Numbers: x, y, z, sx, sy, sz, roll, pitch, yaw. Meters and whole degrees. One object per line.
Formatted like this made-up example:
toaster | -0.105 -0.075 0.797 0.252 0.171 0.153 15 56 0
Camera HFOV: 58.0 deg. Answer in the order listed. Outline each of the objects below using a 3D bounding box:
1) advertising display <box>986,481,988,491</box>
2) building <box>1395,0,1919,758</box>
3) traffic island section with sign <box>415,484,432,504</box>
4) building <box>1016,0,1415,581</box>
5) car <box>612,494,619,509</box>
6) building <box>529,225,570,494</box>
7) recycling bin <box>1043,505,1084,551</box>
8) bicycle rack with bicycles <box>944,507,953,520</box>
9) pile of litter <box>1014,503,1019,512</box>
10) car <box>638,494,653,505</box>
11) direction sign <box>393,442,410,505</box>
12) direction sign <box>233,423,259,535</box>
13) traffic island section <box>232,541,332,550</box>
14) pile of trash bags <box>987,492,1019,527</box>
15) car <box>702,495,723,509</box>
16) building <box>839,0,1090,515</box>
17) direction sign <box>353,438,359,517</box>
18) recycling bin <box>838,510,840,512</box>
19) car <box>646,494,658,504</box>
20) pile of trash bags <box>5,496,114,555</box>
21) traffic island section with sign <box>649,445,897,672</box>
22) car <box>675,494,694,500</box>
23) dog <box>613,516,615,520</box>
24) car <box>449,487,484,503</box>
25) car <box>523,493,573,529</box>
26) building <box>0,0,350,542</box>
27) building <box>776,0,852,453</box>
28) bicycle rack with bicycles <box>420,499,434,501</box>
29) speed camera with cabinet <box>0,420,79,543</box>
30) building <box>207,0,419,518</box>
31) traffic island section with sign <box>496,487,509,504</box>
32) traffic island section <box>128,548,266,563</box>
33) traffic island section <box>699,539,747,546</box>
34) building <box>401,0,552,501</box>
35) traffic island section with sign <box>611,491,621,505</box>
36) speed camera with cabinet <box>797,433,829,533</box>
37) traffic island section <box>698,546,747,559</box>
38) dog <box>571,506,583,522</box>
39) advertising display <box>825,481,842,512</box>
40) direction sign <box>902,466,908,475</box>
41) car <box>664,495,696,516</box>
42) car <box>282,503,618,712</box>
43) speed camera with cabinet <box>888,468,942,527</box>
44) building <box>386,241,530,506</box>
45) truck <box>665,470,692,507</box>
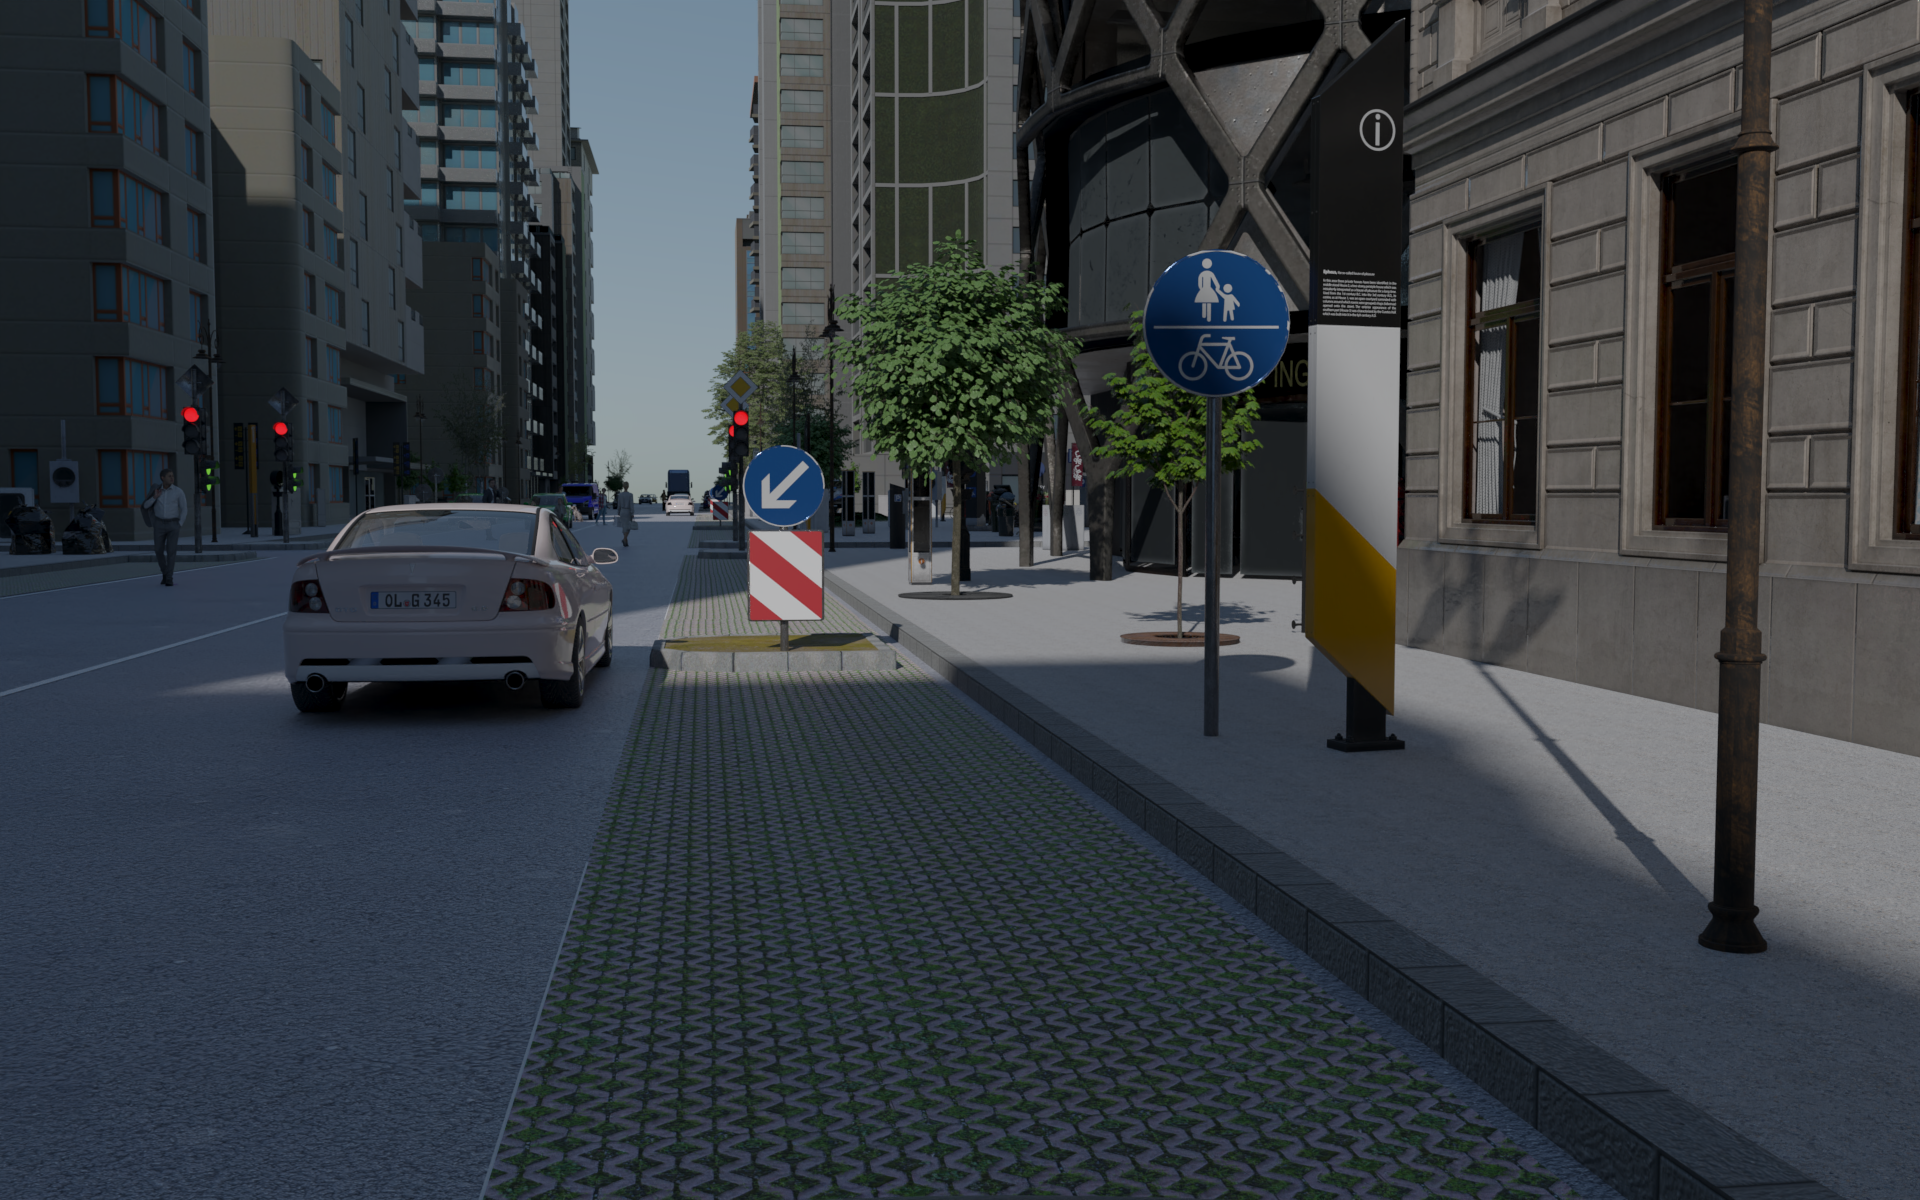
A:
advertising display | 1.232 -4.769 83.184 0.123 1.923 0.974 0 4 8
building | 9.669 -8.660 6.222 10.561 19.102 19.286 -1 4 -8
traffic island section with sign | -21.054 -3.629 67.956 1.989 1.847 2.006 -1 4 -8
building | 9.200 -9.958 30.258 16.820 18.784 16.811 -1 4 -8
car | -31.921 -9.428 163.929 2.009 1.686 4.222 0 4 -7
building | -49.402 -25.218 184.022 14.160 30.474 14.107 -1 4 -8
recycling bin | 2.366 -1.658 39.655 0.722 1.027 0.722 -2 4 -30
bicycle rack with bicycles | 0.654 -4.503 87.009 2.925 0.926 2.852 -3 4 -38
pile of litter | 2.803 -5.073 96.909 1.719 0.858 1.176 -1 4 -14
car | -43.428 -14.021 239.035 2.009 1.686 4.222 0 4 -7
direction sign | -24.378 -5.118 75.673 0.876 3.537 0.379 1 4 20
direction sign | -22.631 -3.852 54.975 0.876 3.537 0.379 1 4 14
traffic island section | -17.711 -1.419 45.485 2.009 0.180 2.903 -1 4 -8
pile of trash bags | 1.888 -3.480 66.648 1.912 1.369 3.447 2 4 23
car | -22.501 -8.860 157.439 1.945 1.354 3.894 0 4 -8
building | 1.892 -41.064 109.645 20.563 71.187 20.611 -1 4 -8
direction sign | -24.384 -4.768 69.949 0.379 3.537 0.876 -2 4 -31
recycling bin | -7.228 -5.164 96.992 0.722 1.027 0.722 -3 4 -39
car | -47.070 -15.532 264.174 2.015 1.641 3.980 0 4 -7
pile of trash bags | -20.034 -1.681 37.230 3.447 1.369 1.912 0 4 -4
traffic island section with sign | -1.640 -0.378 14.805 1.989 1.847 2.006 -1 4 -8
car | -24.515 -8.605 152.487 2.131 1.459 4.920 0 4 -7
dog | -16.222 -3.793 82.205 0.748 0.427 0.550 -2 4 -34
car | -22.600 -4.375 80.329 1.959 1.807 4.718 0 4 -8
car | -16.955 -3.830 71.417 1.959 1.807 4.718 -1 4 -10
building | -38.167 -13.059 58.550 27.650 21.520 28.899 -1 4 -8
building | -6.930 -27.443 132.292 14.154 41.232 14.086 -1 4 -8
bicycle rack with bicycles | -36.244 -6.380 117.702 2.852 0.926 2.925 -1 4 -23
speed camera with cabinet | -24.414 -3.143 45.723 2.038 3.252 0.660 -2 4 -25
building | -44.707 -30.820 93.153 28.713 52.752 27.495 -1 4 -8
traffic island section with sign | -25.021 -5.271 94.809 1.989 1.847 2.006 -1 4 -8
traffic island section | -16.543 -0.936 37.586 2.009 0.180 2.903 -1 4 -8
traffic island section | -6.095 -1.524 47.192 2.009 0.180 2.903 -1 4 -8
building | -51.049 -33.096 160.732 23.786 49.044 30.456 -1 4 -8
traffic island section with sign | -44.263 -13.228 224.902 1.989 1.847 2.006 -1 4 -8
speed camera with cabinet | -5.076 -3.826 56.895 0.660 3.252 2.038 2 4 27
traffic island section | -4.926 -1.040 39.293 2.009 0.180 2.903 -1 4 -8
dog | -19.832 -4.481 90.098 0.513 0.831 0.800 -3 5 -43
advertising display | -6.139 -4.827 84.136 0.974 1.923 0.123 1 4 14
direction sign | -2.684 -5.699 85.183 0.379 3.537 0.876 1 4 21
car | -18.560 -6.265 114.787 2.083 1.381 4.827 -1 4 -9
car | -3.628 -0.030 12.845 2.083 1.381 4.827 0 4 -7
speed camera with cabinet | -1.739 -4.416 66.545 2.038 3.252 0.660 1 4 20
building | -48.385 -17.524 131.561 27.650 21.520 28.899 -1 4 -8
truck | -29.968 -11.888 184.132 2.967 4.110 18.799 -1 4 -9
